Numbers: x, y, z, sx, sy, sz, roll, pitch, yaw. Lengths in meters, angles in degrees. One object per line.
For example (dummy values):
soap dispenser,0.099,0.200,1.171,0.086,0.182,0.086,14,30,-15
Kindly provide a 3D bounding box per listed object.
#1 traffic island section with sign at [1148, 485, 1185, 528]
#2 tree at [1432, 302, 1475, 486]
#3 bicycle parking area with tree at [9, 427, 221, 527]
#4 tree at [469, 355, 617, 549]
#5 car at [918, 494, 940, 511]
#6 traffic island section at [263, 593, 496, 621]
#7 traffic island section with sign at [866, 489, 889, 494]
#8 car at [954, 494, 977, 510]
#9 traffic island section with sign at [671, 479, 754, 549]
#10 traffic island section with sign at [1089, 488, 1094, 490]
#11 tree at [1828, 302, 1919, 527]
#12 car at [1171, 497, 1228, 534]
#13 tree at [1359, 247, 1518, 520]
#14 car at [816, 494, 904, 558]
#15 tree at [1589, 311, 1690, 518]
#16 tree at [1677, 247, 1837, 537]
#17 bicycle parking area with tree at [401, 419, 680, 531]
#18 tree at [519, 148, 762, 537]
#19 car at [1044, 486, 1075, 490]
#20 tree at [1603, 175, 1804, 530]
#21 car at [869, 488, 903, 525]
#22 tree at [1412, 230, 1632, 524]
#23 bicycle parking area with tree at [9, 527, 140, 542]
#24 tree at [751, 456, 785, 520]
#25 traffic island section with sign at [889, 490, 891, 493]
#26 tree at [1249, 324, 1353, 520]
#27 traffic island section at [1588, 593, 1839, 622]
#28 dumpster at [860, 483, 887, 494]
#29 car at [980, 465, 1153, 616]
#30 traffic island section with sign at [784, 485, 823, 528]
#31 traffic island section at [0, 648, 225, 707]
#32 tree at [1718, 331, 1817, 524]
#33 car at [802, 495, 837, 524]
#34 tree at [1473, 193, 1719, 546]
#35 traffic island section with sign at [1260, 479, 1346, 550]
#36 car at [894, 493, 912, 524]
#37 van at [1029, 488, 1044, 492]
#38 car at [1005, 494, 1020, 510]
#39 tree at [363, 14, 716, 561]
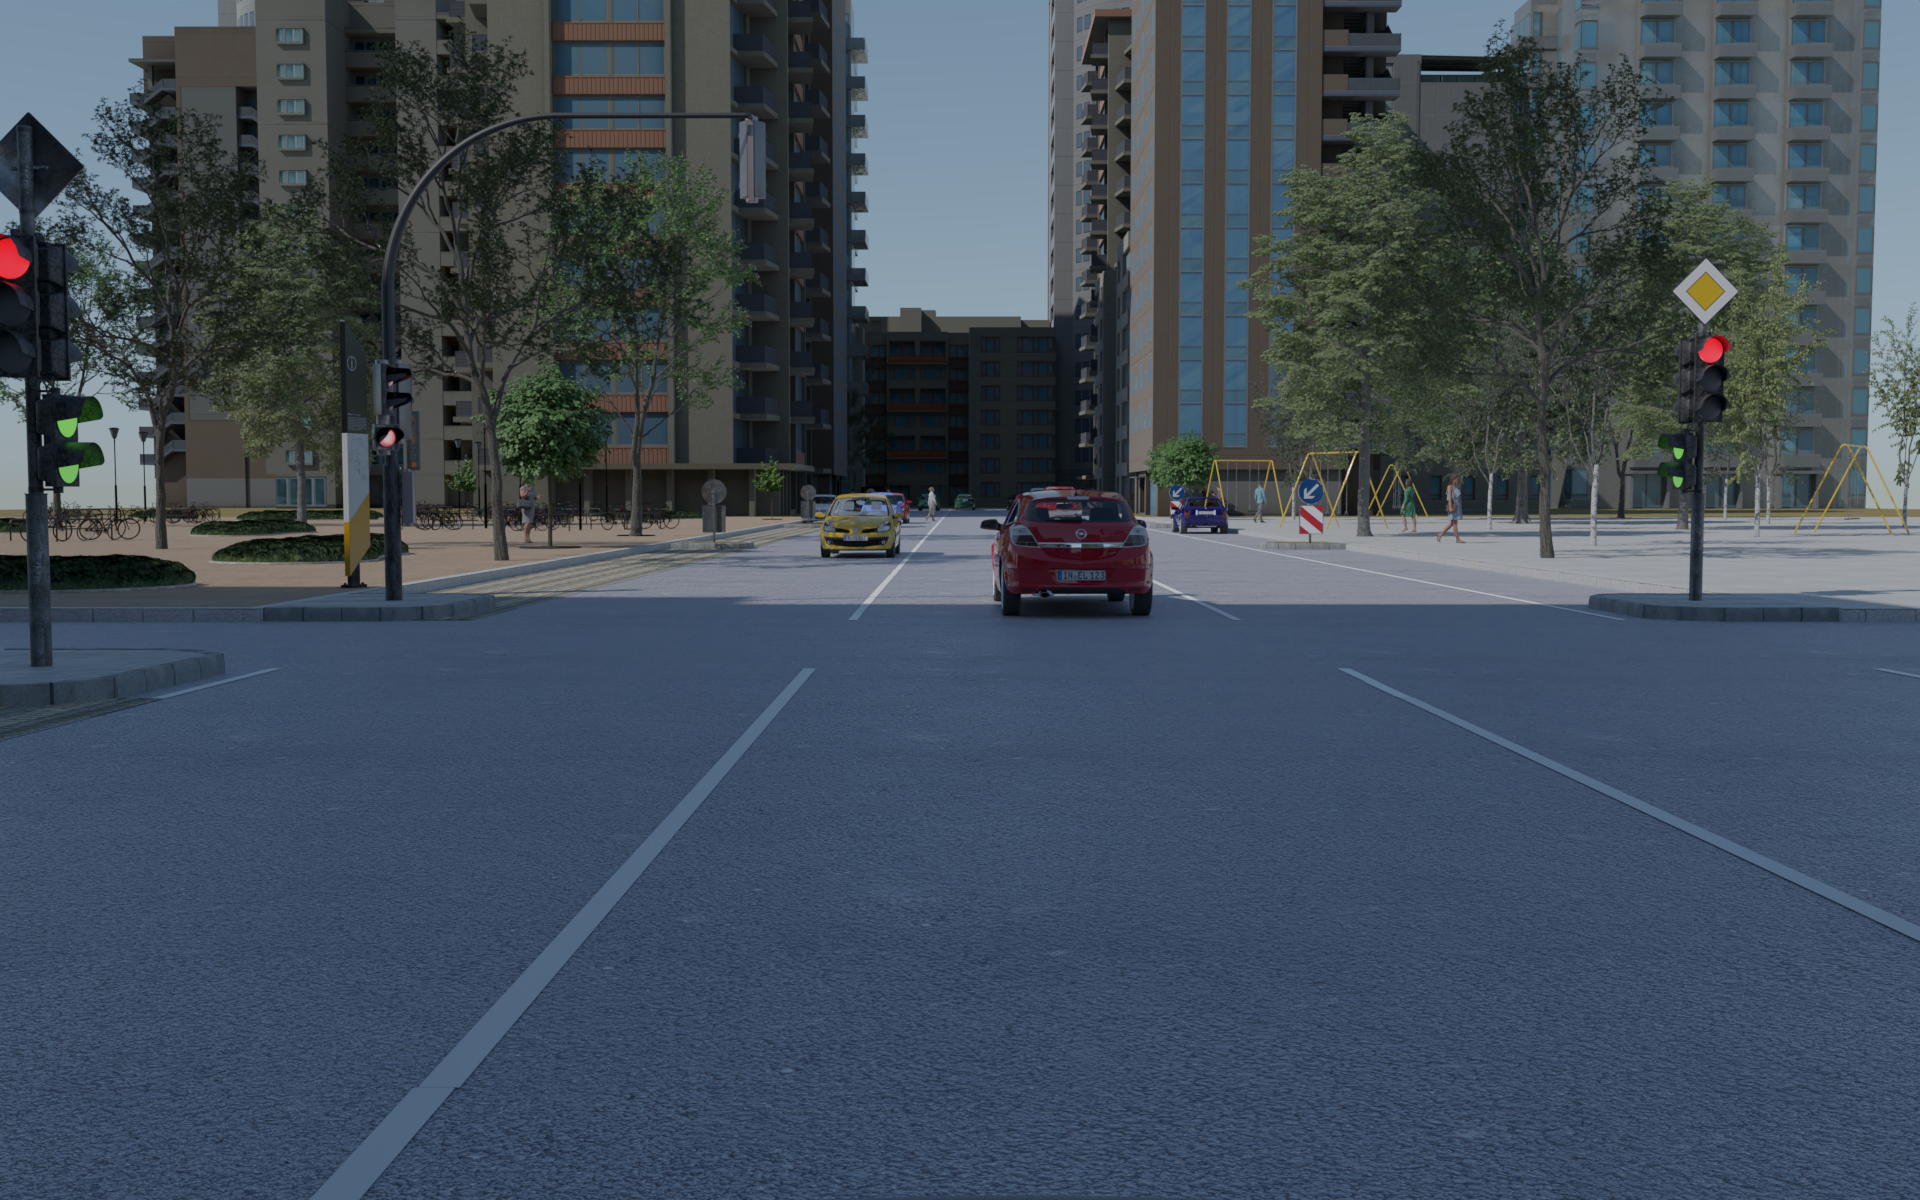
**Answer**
traffic island section with sign,9.018,-3.967,73.489,1.989,1.847,2.006,0,4,0
tree,18.927,-6.815,61.789,4.360,8.622,3.978,0,3,0
bicycle parking area with tree,-37.118,-5.515,77.165,9.016,4.147,8.231,0,4,1
tree,-9.819,-3.504,40.998,4.285,4.588,4.351,0,3,0
car,-2.678,-8.669,150.530,1.959,1.807,4.718,0,4,2
traffic island section,-6.855,0.083,20.921,2.009,0.180,2.903,0,4,0
traffic island section with sign,-6.276,-6.994,122.973,1.989,1.847,2.006,0,4,0
car,0.470,-8.849,156.478,2.131,1.459,4.920,0,4,1
traffic island section with sign,-6.465,-2.257,45.524,1.989,1.847,2.006,0,4,0
traffic island section with sign,9.147,-6.973,122.631,1.989,1.847,2.006,0,4,0
tree,37.055,-7.149,67.252,4.737,8.622,4.395,0,3,0
car,8.775,-3.118,63.563,1.945,1.354,3.894,0,4,1
tree,24.757,-10.953,85.736,9.857,13.997,8.962,0,3,0
car,-2.291,-1.839,40.296,2.015,1.641,3.980,0,4,1
tree,35.025,-10.142,91.572,9.928,11.665,9.643,0,3,0
tree,23.496,-6.179,51.389,4.737,8.622,4.395,0,3,0
bicycle parking area with tree,-15.447,-4.648,62.995,9.016,4.147,8.231,-3,5,-40
tree,-9.730,-7.740,52.306,9.928,11.665,9.643,0,3,0
car,4.843,-4.670,85.021,2.281,1.827,5.304,0,4,0
tree,26.445,-8.819,62.322,7.486,12.596,7.792,0,3,0
car,-3.410,-4.002,75.020,1.945,1.707,3.694,0,4,0
tree,24.213,-9.633,74.505,9.611,12.733,9.660,0,3,0
bicycle parking area with tree,-27.877,-3.654,46.739,8.231,4.147,9.016,3,4,36
tree,-9.383,-5.623,86.531,1.663,3.219,1.824,0,3,0
traffic island section with sign,-6.213,-8.642,149.928,1.989,1.847,2.006,0,4,0
tree,14.625,-7.527,73.432,4.360,8.622,3.978,0,3,0
traffic island section,8.887,0.086,20.877,2.009,0.180,2.903,0,4,0
dumpster,-6.489,-7.657,130.141,1.985,2.255,1.502,0,4,2
car,1.346,-0.787,21.906,2.155,1.783,4.494,0,4,-1
traffic island section with sign,-6.388,-3.958,73.349,1.989,1.847,2.006,0,4,0
traffic island section,-6.875,0.572,12.936,2.009,0.180,2.903,0,4,0
tree,34.386,-7.541,73.660,4.360,8.622,3.978,0,3,0
car,-6.598,-4.384,83.678,2.014,1.417,4.499,0,4,0
tree,15.600,-5.652,42.768,4.360,8.622,3.978,0,3,0
traffic island section with sign,8.955,-2.254,45.476,1.989,1.847,2.006,0,4,0
car,-3.412,-4.640,84.903,2.155,1.783,4.494,0,4,1
van,5.479,-6.988,121.267,2.013,2.044,4.112,0,4,-1
car,5.063,-8.842,154.349,2.009,1.686,4.222,0,4,-1
tree,-8.963,-6.057,33.439,8.767,10.594,7.601,-1,4,-23
